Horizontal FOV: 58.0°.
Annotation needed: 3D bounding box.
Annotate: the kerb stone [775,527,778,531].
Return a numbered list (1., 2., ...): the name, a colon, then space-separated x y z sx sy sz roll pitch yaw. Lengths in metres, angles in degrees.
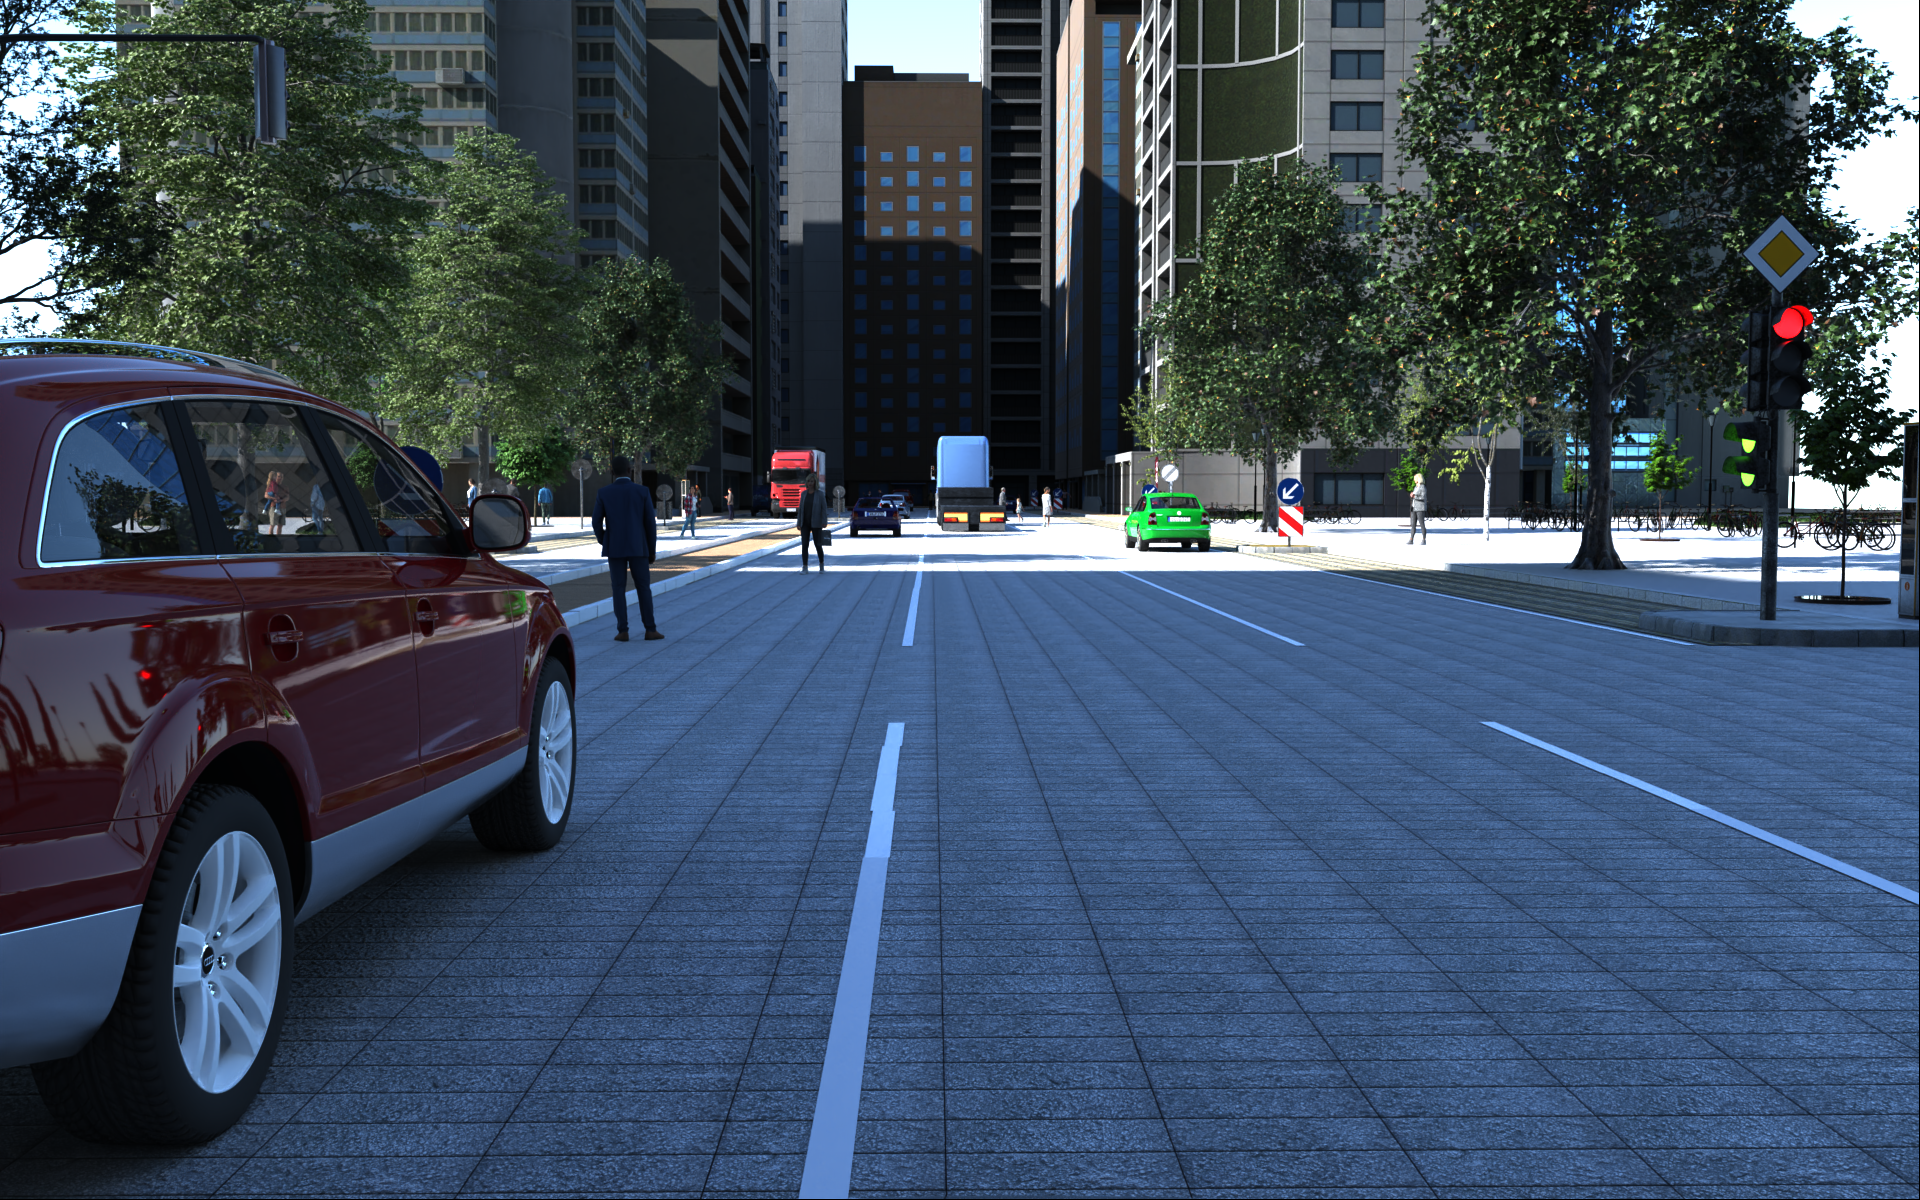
1. kerb stone: -7.098 -2.656 65.627 0.120 0.150 1.000 0 4 -1

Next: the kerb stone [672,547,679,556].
1. kerb stone: -6.681 -1.089 40.030 0.120 0.150 1.000 0 4 -1

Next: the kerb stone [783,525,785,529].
1. kerb stone: -7.148 -2.841 68.705 0.120 0.150 1.000 0 4 -1

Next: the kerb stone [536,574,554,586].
1. kerb stone: -6.468 -0.272 26.676 0.120 0.150 1.000 0 4 -1

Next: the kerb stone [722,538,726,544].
1. kerb stone: -6.838 -1.654 49.248 0.120 0.150 1.000 0 4 -1

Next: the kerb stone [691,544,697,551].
1. kerb stone: -6.733 -1.279 43.105 0.120 0.150 1.000 0 4 -1

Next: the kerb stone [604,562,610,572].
1. kerb stone: -6.544 -0.583 31.820 0.120 0.150 1.000 0 4 -1

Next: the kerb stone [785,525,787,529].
1. kerb stone: -7.168 -2.906 69.737 0.120 0.150 1.000 0 4 -1

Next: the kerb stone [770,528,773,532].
1. kerb stone: -7.067 -2.526 63.583 0.120 0.150 1.000 0 4 -1

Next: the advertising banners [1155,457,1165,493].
1. advertising banners: 9.198 -5.102 79.608 0.090 3.025 2.074 0 4 -5

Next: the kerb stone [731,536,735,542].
1. kerb stone: -6.867 -1.780 51.302 0.120 0.150 1.000 0 4 -1

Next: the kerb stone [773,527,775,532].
1. kerb stone: -7.087 -2.592 64.605 0.120 0.150 1.000 0 4 -1

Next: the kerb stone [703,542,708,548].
1. kerb stone: -6.770 -1.404 45.149 0.120 0.150 1.000 0 4 -1

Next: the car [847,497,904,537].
1. car: -2.888 -2.849 59.163 1.945 1.354 3.894 0 4 -3

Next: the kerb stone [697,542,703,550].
1. kerb stone: -6.749 -1.341 44.127 0.120 0.150 1.000 0 4 -1

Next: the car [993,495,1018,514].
1. car: 3.349 -6.940 126.052 1.945 1.354 3.894 0 4 -2

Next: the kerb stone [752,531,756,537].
1. kerb stone: -6.966 -2.156 57.441 0.120 0.150 1.000 0 4 -1

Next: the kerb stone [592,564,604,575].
1. kerb stone: -6.529 -0.525 30.781 0.120 0.150 1.000 0 4 -1

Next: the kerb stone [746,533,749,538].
1. kerb stone: -6.932 -2.028 55.392 0.120 0.150 1.000 0 4 -1

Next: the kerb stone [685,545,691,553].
1. kerb stone: -6.718 -1.216 42.080 0.120 0.150 1.000 0 4 -1

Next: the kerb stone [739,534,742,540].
1. kerb stone: -6.897 -1.898 53.348 0.120 0.150 1.000 0 4 -1

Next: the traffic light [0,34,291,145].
1. traffic light: -9.145 -2.607 17.291 4.771 5.953 1.251 0 4 -1

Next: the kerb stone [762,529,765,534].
1. kerb stone: -7.012 -2.344 60.515 0.120 0.150 1.000 0 4 -1

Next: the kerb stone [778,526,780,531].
1. kerb stone: -7.116 -2.719 66.650 0.120 0.150 1.000 0 4 -1

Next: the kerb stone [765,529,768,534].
1. kerb stone: -7.035 -2.406 61.537 0.120 0.150 1.000 0 4 -1

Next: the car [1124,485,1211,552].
1. car: 5.297 -2.184 44.512 1.959 1.807 4.718 0 4 -1

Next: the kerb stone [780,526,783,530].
1. kerb stone: -7.136 -2.781 67.679 0.120 0.150 1.000 0 4 -1

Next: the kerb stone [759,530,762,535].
1. kerb stone: -6.996 -2.281 59.493 0.120 0.150 1.000 0 4 -1

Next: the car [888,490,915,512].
1. car: -4.886 -8.266 143.816 2.281 1.827 5.304 0 4 -2

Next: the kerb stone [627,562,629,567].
1. kerb stone: -6.597 -0.774 34.887 0.120 0.150 1.000 0 4 -1

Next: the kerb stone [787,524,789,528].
1. kerb stone: -7.183 -2.970 70.761 0.120 0.150 1.000 0 4 -1

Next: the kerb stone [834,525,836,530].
1. kerb stone: -5.034 -2.784 67.710 0.120 0.150 1.000 0 4 -1

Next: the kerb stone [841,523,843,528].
1. kerb stone: -5.125 -3.096 72.824 0.120 0.150 1.000 0 4 -1

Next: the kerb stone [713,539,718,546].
1. kerb stone: -6.800 -1.522 47.199 0.120 0.150 1.000 0 4 -1

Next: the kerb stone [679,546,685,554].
1. kerb stone: -6.706 -1.153 41.054 0.120 0.150 1.000 0 4 -1

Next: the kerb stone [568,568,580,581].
1. kerb stone: -6.501 -0.399 28.724 0.120 0.150 1.000 0 4 -1

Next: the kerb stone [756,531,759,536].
1. kerb stone: -6.981 -2.219 58.470 0.120 0.150 1.000 0 4 -1

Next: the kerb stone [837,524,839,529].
1. kerb stone: -5.077 -2.909 69.754 0.120 0.150 1.000 0 4 -1

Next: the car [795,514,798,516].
1. car: -10.061 -6.296 112.721 2.009 1.686 4.222 0 4 -1

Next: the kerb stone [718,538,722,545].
1. kerb stone: -6.816 -1.589 48.221 0.120 0.150 1.000 0 4 -1

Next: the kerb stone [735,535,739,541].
1. kerb stone: -6.879 -1.842 52.324 0.120 0.150 1.000 0 4 -1

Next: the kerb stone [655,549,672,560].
1. kerb stone: -6.671 -1.028 38.999 0.120 0.150 1.000 0 4 -1

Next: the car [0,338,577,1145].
1. car: -2.629 0.203 5.357 2.281 1.827 5.304 0 3 0

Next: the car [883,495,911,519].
1. car: -3.812 -5.381 99.974 2.014 1.417 4.499 0 4 0

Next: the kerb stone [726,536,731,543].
1. kerb stone: -6.848 -1.717 50.275 0.120 0.150 1.000 0 4 -1

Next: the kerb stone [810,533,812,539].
1. kerb stone: -4.822 -1.964 54.370 0.120 0.150 1.000 0 4 -1

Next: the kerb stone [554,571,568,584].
1. kerb stone: -6.479 -0.337 27.702 0.120 0.150 1.000 0 4 -1

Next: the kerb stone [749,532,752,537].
1. kerb stone: -6.954 -2.093 56.419 0.120 0.150 1.000 0 4 -1

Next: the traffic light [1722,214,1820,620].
1. traffic light: 8.223 -1.751 17.554 0.839 4.253 0.868 0 4 -1

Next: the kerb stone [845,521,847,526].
1. kerb stone: -5.166 -3.285 75.900 0.120 0.150 1.000 0 4 -1

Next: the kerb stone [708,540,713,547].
1. kerb stone: -6.788 -1.467 46.176 0.120 0.150 1.000 0 4 -1

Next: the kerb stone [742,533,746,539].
1. kerb stone: -6.919 -1.968 54.370 0.120 0.150 1.000 0 4 -1

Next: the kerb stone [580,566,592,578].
1. kerb stone: -6.517 -0.462 29.752 0.120 0.150 1.000 0 4 -1

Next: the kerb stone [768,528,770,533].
1. kerb stone: -7.058 -2.469 62.559 0.120 0.150 1.000 0 4 -1

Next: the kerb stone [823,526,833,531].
1. kerb stone: -5.001 -2.658 65.656 0.120 0.150 1.000 0 4 -1
